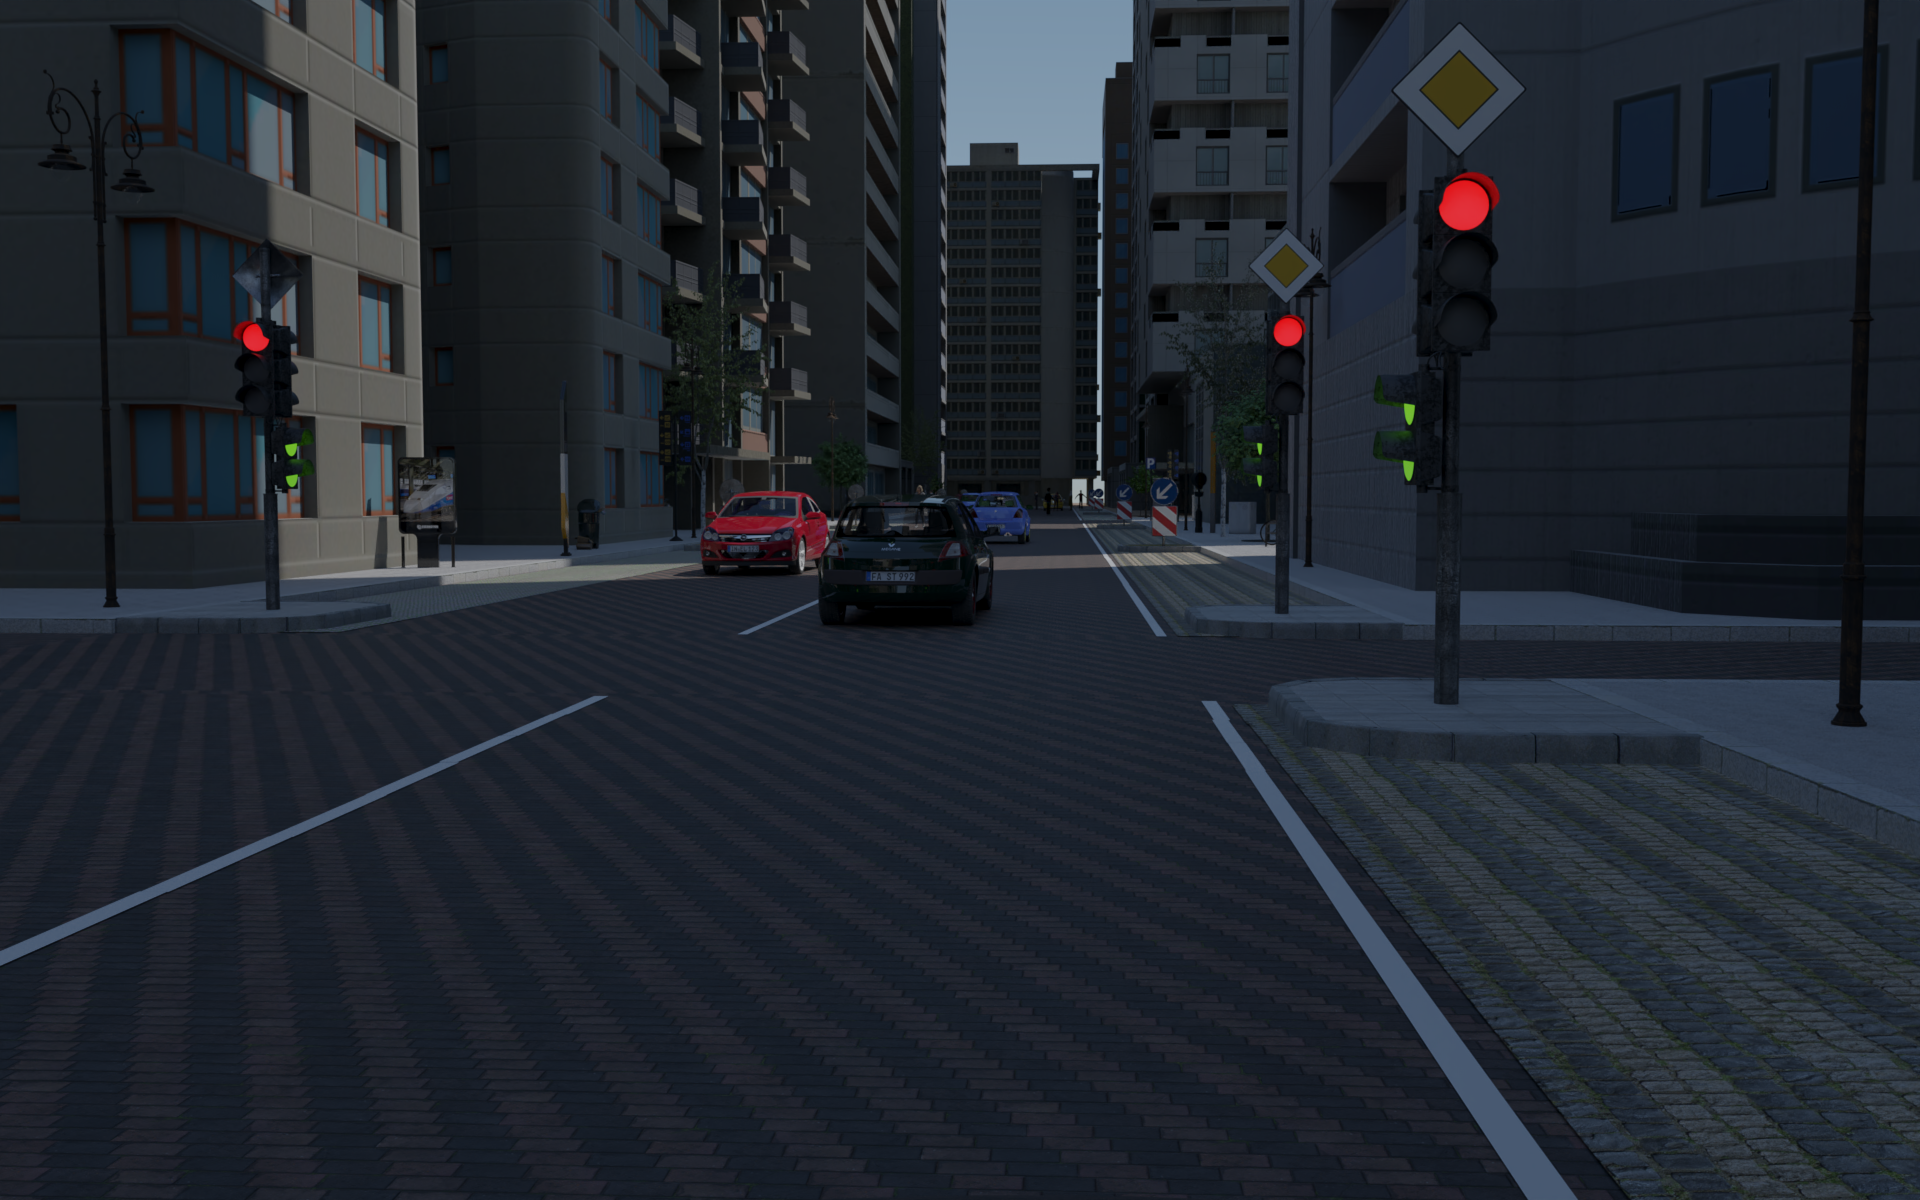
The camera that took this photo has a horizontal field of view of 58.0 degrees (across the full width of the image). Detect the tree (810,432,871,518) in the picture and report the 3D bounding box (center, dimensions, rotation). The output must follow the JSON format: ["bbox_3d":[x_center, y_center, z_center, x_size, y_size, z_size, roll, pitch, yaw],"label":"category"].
[{"bbox_3d":[-6.319,-6.626,92.054,4.285,4.588,4.351,0,3,0],"label":"tree"}]

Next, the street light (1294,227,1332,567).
[{"bbox_3d":[6.127,-3.517,30.283,0.468,5.910,1.993,0,4,3],"label":"street light"}]

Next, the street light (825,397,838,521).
[{"bbox_3d":[-5.967,-6.612,80.894,0.468,5.910,1.993,0,4,3],"label":"street light"}]

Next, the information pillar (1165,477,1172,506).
[{"bbox_3d":[8.992,-4.297,74.740,0.304,2.012,0.304,1,4,10],"label":"information pillar"}]

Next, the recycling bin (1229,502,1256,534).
[{"bbox_3d":[9.117,-2.650,55.875,0.722,1.027,0.722,2,4,27],"label":"recycling bin"}]

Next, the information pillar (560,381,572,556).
[{"bbox_3d":[-8.162,-2.714,35.723,0.183,3.616,0.504,0,4,-5],"label":"information pillar"}]

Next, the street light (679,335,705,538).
[{"bbox_3d":[-7.780,-4.751,50.460,0.468,5.910,1.993,0,4,3],"label":"street light"}]

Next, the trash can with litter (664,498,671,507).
[{"bbox_3d":[-9.304,-2.527,52.706,1.055,1.170,0.624,-1,4,-11],"label":"trash can with litter"}]

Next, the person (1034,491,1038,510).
[{"bbox_3d":[6.928,-9.162,159.100,0.445,1.727,0.742,-3,4,-36],"label":"person"}]

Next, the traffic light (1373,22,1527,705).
[{"bbox_3d":[2.961,-1.320,10.498,0.839,4.253,0.868,0,4,3],"label":"traffic light"}]

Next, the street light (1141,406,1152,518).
[{"bbox_3d":[9.819,-7.250,91.322,0.468,5.910,1.993,0,4,3],"label":"street light"}]

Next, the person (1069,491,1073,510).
[{"bbox_3d":[9.630,-8.712,151.668,0.721,1.736,1.217,1,4,9],"label":"person"}]

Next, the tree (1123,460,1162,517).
[{"bbox_3d":[10.447,-6.399,99.225,1.663,3.219,1.824,0,3,0],"label":"tree"}]

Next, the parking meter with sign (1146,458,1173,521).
[{"bbox_3d":[9.697,-5.345,83.644,0.543,3.016,1.738,3,5,41],"label":"parking meter with sign"}]

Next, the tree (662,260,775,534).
[{"bbox_3d":[-8.157,-6.433,55.536,4.737,8.622,4.395,0,3,0],"label":"tree"}]

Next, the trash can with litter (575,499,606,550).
[{"bbox_3d":[-8.609,-1.765,40.250,0.624,1.170,1.055,0,4,-4],"label":"trash can with litter"}]

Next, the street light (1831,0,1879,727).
[{"bbox_3d":[4.937,-2.242,9.441,0.468,5.910,1.993,0,4,3],"label":"street light"}]

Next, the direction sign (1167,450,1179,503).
[{"bbox_3d":[10.844,-5.891,88.312,0.876,3.537,0.379,-3,5,-42],"label":"direction sign"}]

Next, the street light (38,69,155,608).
[{"bbox_3d":[-9.625,-2.855,19.471,0.468,5.910,1.993,0,4,3],"label":"street light"}]

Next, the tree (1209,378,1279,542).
[{"bbox_3d":[8.429,-3.858,46.788,4.285,4.588,4.351,0,3,0],"label":"tree"}]

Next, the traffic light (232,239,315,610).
[{"bbox_3d":[-7.608,-1.846,19.107,0.839,4.253,0.868,0,4,3],"label":"traffic light"}]

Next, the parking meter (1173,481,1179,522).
[{"bbox_3d":[9.959,-4.535,79.858,0.255,1.863,0.399,0,4,-2],"label":"parking meter"}]

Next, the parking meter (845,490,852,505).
[{"bbox_3d":[-6.076,-5.276,94.669,0.372,1.533,0.369,0,3,0],"label":"parking meter"}]

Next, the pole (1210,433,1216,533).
[{"bbox_3d":[8.318,-3.857,56.900,0.158,3.312,0.155,0,3,0],"label":"pole"}]

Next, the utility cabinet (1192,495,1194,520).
[{"bbox_3d":[11.765,-4.581,86.058,0.306,1.237,1.020,1,4,18],"label":"utility cabinet"}]

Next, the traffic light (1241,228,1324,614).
[{"bbox_3d":[3.434,-1.807,18.469,0.839,4.253,0.868,0,4,3],"label":"traffic light"}]

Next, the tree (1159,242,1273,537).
[{"bbox_3d":[8.109,-6.189,51.547,4.360,8.622,3.978,0,3,0],"label":"tree"}]

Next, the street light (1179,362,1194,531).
[{"bbox_3d":[7.961,-5.387,60.866,0.468,5.910,1.993,0,4,3],"label":"street light"}]

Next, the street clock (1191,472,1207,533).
[{"bbox_3d":[7.899,-3.222,57.243,0.471,2.002,0.358,-2,4,-25],"label":"street clock"}]

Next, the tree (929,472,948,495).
[{"bbox_3d":[-2.090,-9.348,147.442,1.663,3.219,1.824,0,3,0],"label":"tree"}]

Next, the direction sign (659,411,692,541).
[{"bbox_3d":[-7.748,-3.375,47.178,0.876,3.537,0.379,-1,4,-13],"label":"direction sign"}]

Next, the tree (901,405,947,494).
[{"bbox_3d":[-2.928,-11.759,142.625,4.737,8.622,4.395,0,3,0],"label":"tree"}]

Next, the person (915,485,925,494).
[{"bbox_3d":[-1.649,-3.988,73.887,0.709,1.800,0.728,2,4,24],"label":"person"}]
